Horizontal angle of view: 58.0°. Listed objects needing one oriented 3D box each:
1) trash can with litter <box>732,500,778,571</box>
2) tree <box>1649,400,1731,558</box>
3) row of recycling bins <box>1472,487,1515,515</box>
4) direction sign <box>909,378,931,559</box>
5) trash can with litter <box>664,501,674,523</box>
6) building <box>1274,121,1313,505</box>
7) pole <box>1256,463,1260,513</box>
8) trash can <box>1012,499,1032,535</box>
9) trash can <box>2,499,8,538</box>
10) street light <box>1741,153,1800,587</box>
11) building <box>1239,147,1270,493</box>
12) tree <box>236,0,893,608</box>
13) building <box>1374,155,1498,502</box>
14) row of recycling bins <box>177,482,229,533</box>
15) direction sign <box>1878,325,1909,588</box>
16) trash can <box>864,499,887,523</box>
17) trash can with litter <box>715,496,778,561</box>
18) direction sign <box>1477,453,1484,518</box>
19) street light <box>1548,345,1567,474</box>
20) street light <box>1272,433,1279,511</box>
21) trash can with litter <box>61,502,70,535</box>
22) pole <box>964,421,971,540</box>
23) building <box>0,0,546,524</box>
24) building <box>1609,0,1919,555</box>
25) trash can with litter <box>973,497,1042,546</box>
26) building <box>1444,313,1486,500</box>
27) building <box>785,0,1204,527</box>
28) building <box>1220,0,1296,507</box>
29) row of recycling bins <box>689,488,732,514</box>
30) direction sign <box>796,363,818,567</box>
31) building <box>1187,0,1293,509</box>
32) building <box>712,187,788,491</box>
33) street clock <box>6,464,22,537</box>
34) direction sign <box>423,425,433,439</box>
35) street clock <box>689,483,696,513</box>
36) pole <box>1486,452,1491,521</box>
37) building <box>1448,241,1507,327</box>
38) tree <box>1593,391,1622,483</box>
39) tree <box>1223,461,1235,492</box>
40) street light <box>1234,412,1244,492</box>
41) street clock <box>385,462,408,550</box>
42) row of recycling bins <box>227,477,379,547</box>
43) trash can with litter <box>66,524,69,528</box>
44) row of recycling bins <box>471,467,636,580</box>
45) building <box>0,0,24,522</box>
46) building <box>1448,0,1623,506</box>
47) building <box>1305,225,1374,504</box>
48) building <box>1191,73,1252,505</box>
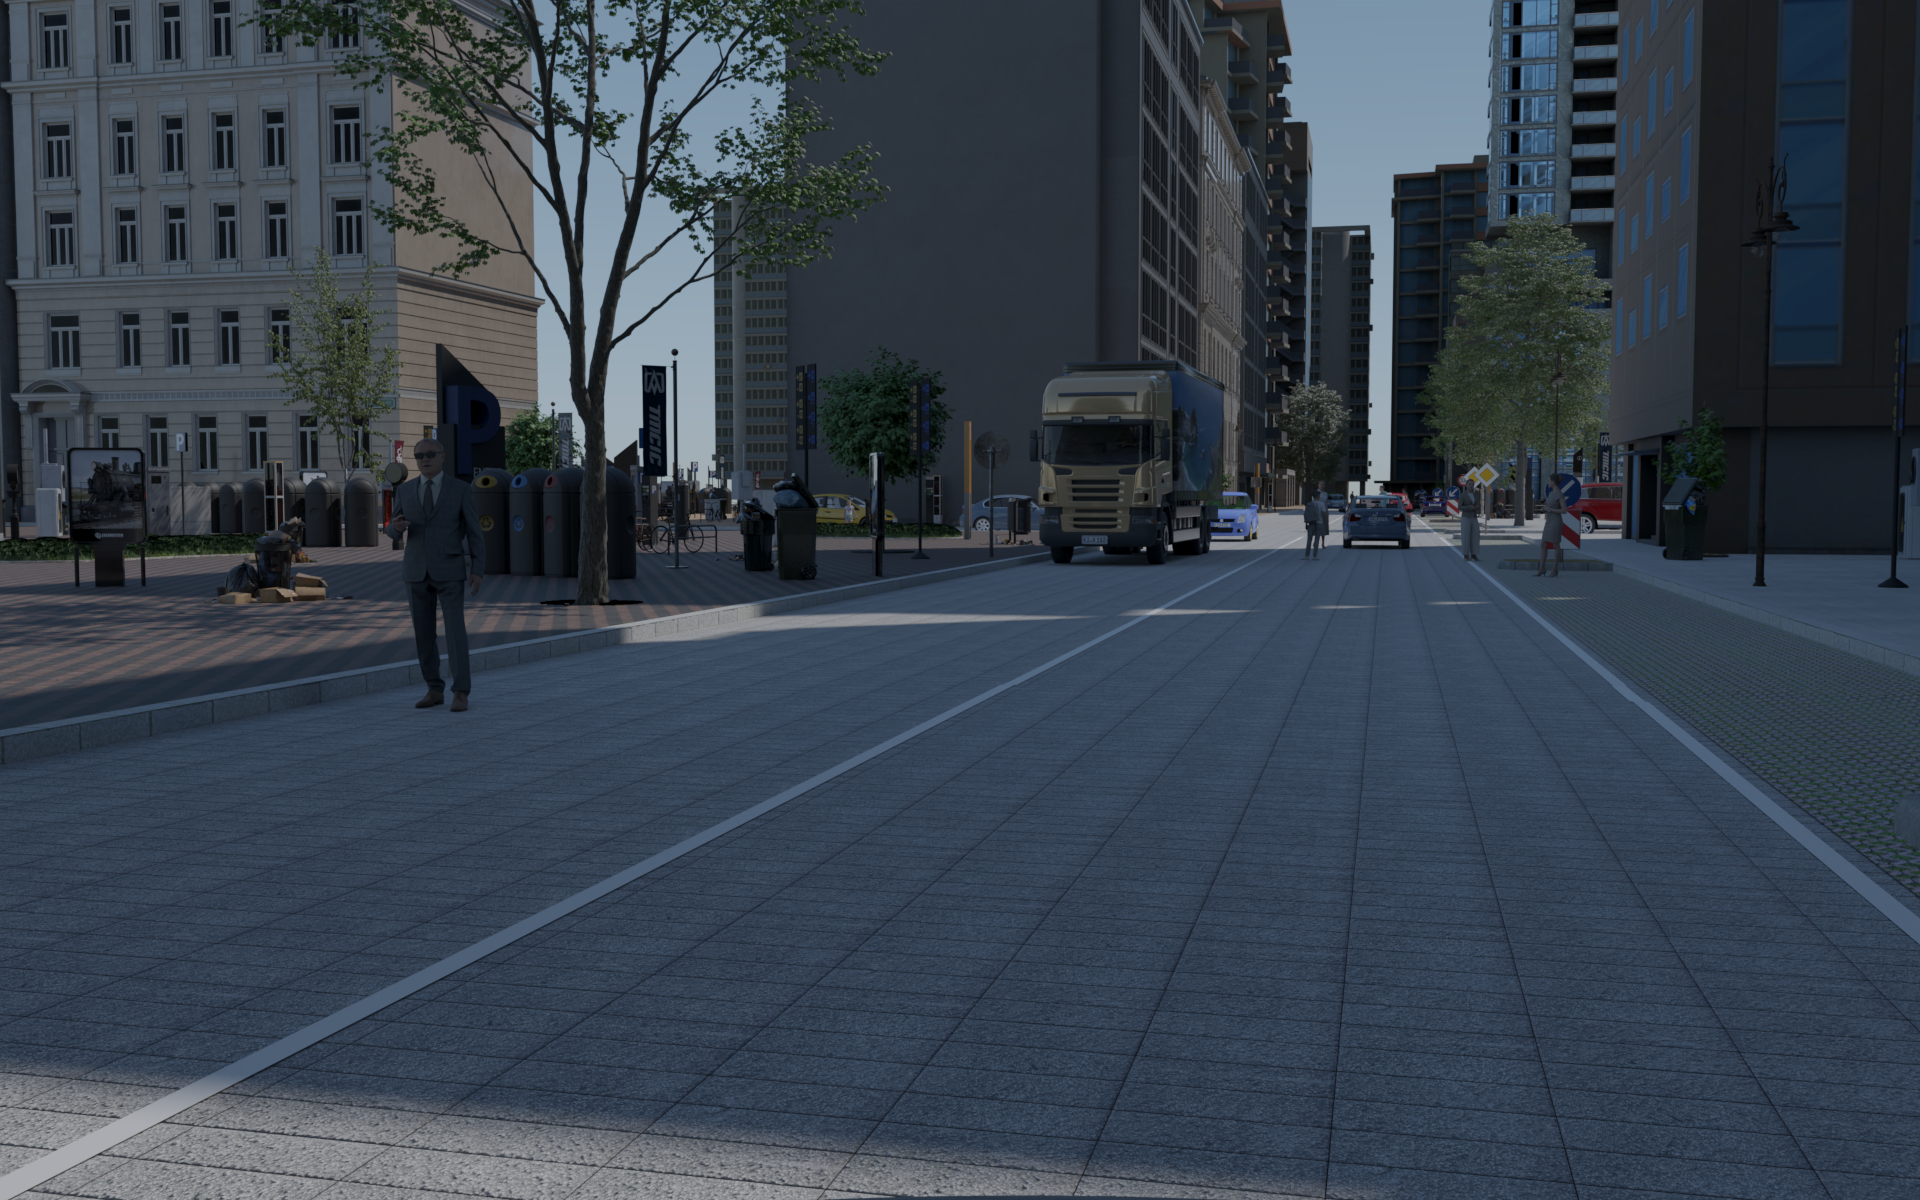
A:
[{"bbox_3d":[-3.183,-1.082,29.073,1.055,1.170,0.624,-2,4,-27],"label":"trash can with litter"},{"bbox_3d":[15.289,-2.499,35.467,1.663,3.219,1.824,0,3,0],"label":"tree"},{"bbox_3d":[33.500,-6.231,108.982,3.534,1.692,1.069,-1,4,-18],"label":"row of recycling bins"},{"bbox_3d":[-0.789,-2.582,34.220,0.379,3.537,0.876,-2,4,-28],"label":"direction sign"},{"bbox_3d":[-12.663,-3.993,76.670,1.055,1.170,0.624,2,4,31],"label":"trash can with litter"},{"bbox_3d":[34.169,-33.994,205.907,14.200,45.320,14.600,1,4,14],"label":"building"},{"bbox_3d":[19.737,-7.397,114.785,0.158,3.312,0.155,0,3,0],"label":"pole"},{"bbox_3d":[1.942,-2.639,54.803,0.748,1.137,0.748,0,3,0],"label":"trash can"},{"bbox_3d":[-27.121,-2.258,48.578,0.748,1.137,0.748,0,3,0],"label":"trash can"},{"bbox_3d":[11.120,-3.127,23.909,0.468,5.910,1.993,1,4,14],"label":"street light"},{"bbox_3d":[14.589,-20.379,126.696,14.314,27.812,24.014,1,4,14],"label":"building"},{"bbox_3d":[-4.213,-5.742,19.637,9.928,11.665,9.643,0,3,0],"label":"tree"},{"bbox_3d":[69.193,-34.941,225.911,28.867,44.769,22.147,1,4,14],"label":"building"},{"bbox_3d":[-24.279,-3.058,57.104,3.534,1.692,1.069,1,4,12],"label":"row of recycling bins"},{"bbox_3d":[12.820,-1.938,23.689,0.379,3.537,0.876,1,4,20],"label":"direction sign"},{"bbox_3d":[-2.607,-2.545,53.257,0.748,1.137,0.748,0,3,0],"label":"trash can"},{"bbox_3d":[-3.941,-1.380,33.626,1.678,1.210,2.233,-1,4,-17],"label":"trash can with litter"},{"bbox_3d":[28.186,-6.235,93.941,0.379,3.537,0.876,0,4,-5],"label":"direction sign"},{"bbox_3d":[18.615,-4.970,54.053,0.468,5.910,1.993,1,4,14],"label":"street light"},{"bbox_3d":[23.279,-9.484,127.851,0.468,5.910,1.993,1,4,14],"label":"street light"},{"bbox_3d":[-28.066,-2.619,54.202,0.624,1.170,1.055,2,4,27],"label":"trash can with litter"},{"bbox_3d":[0.219,-3.357,48.738,0.158,3.312,0.155,0,3,0],"label":"pole"},{"bbox_3d":[-31.888,-18.099,81.824,20.117,28.700,13.634,1,4,14],"label":"building"},{"bbox_3d":[23.894,-23.888,40.678,14.600,45.320,14.200,1,4,14],"label":"building"},{"bbox_3d":[1.324,-2.013,43.963,1.678,1.210,2.233,-1,4,-12],"label":"trash can with litter"},{"bbox_3d":[64.229,-20.271,176.477,27.650,21.520,28.899,1,4,14],"label":"building"},{"bbox_3d":[2.712,-17.460,78.981,14.314,27.812,24.014,1,4,14],"label":"building"},{"bbox_3d":[24.410,-45.311,179.083,20.563,71.187,20.611,1,4,14],"label":"building"},{"bbox_3d":[-16.248,-6.443,112.455,3.534,1.692,1.069,2,4,32],"label":"row of recycling bins"},{"bbox_3d":[-2.700,-2.352,30.451,0.379,3.537,0.876,-2,4,-28],"label":"direction sign"},{"bbox_3d":[17.932,-30.603,154.981,22.147,44.769,28.867,1,4,14],"label":"building"},{"bbox_3d":[-15.024,-31.610,208.703,23.993,40.220,32.217,1,4,14],"label":"building"},{"bbox_3d":[-23.098,-2.307,42.296,0.358,2.002,0.471,-1,4,-22],"label":"street clock"},{"bbox_3d":[-17.322,-3.995,57.323,0.379,3.537,0.876,3,5,44],"label":"direction sign"},{"bbox_3d":[-16.808,-6.381,108.901,0.358,2.002,0.471,-2,4,-33],"label":"street clock"},{"bbox_3d":[25.541,-5.499,83.751,0.158,3.312,0.155,0,3,0],"label":"pole"},{"bbox_3d":[63.056,-26.110,198.597,14.160,30.474,14.107,1,4,14],"label":"building"},{"bbox_3d":[42.264,-10.077,115.117,4.737,8.622,4.395,0,3,0],"label":"tree"},{"bbox_3d":[13.038,-5.665,87.228,1.663,3.219,1.824,0,3,0],"label":"tree"},{"bbox_3d":[15.676,-7.632,97.577,0.468,5.910,1.993,1,4,14],"label":"street light"},{"bbox_3d":[-12.867,-2.143,39.606,0.471,2.002,0.358,1,4,19],"label":"street clock"},{"bbox_3d":[-15.906,-2.155,42.354,3.534,1.692,1.069,1,4,10],"label":"row of recycling bins"},{"bbox_3d":[-33.285,-3.357,65.947,2.233,1.210,1.678,-2,4,-24],"label":"trash can with litter"},{"bbox_3d":[-6.400,-1.226,27.160,3.534,1.692,1.069,3,4,37],"label":"row of recycling bins"},{"bbox_3d":[-51.514,-16.389,85.984,19.932,24.808,12.078,1,4,14],"label":"building"},{"bbox_3d":[54.003,-50.982,146.220,22.319,86.520,31.000,1,4,14],"label":"building"},{"bbox_3d":[44.128,-33.336,236.920,23.993,40.220,32.217,1,4,14],"label":"building"},{"bbox_3d":[9.943,-18.667,102.463,12.463,27.353,25.104,1,4,14],"label":"building"}]
